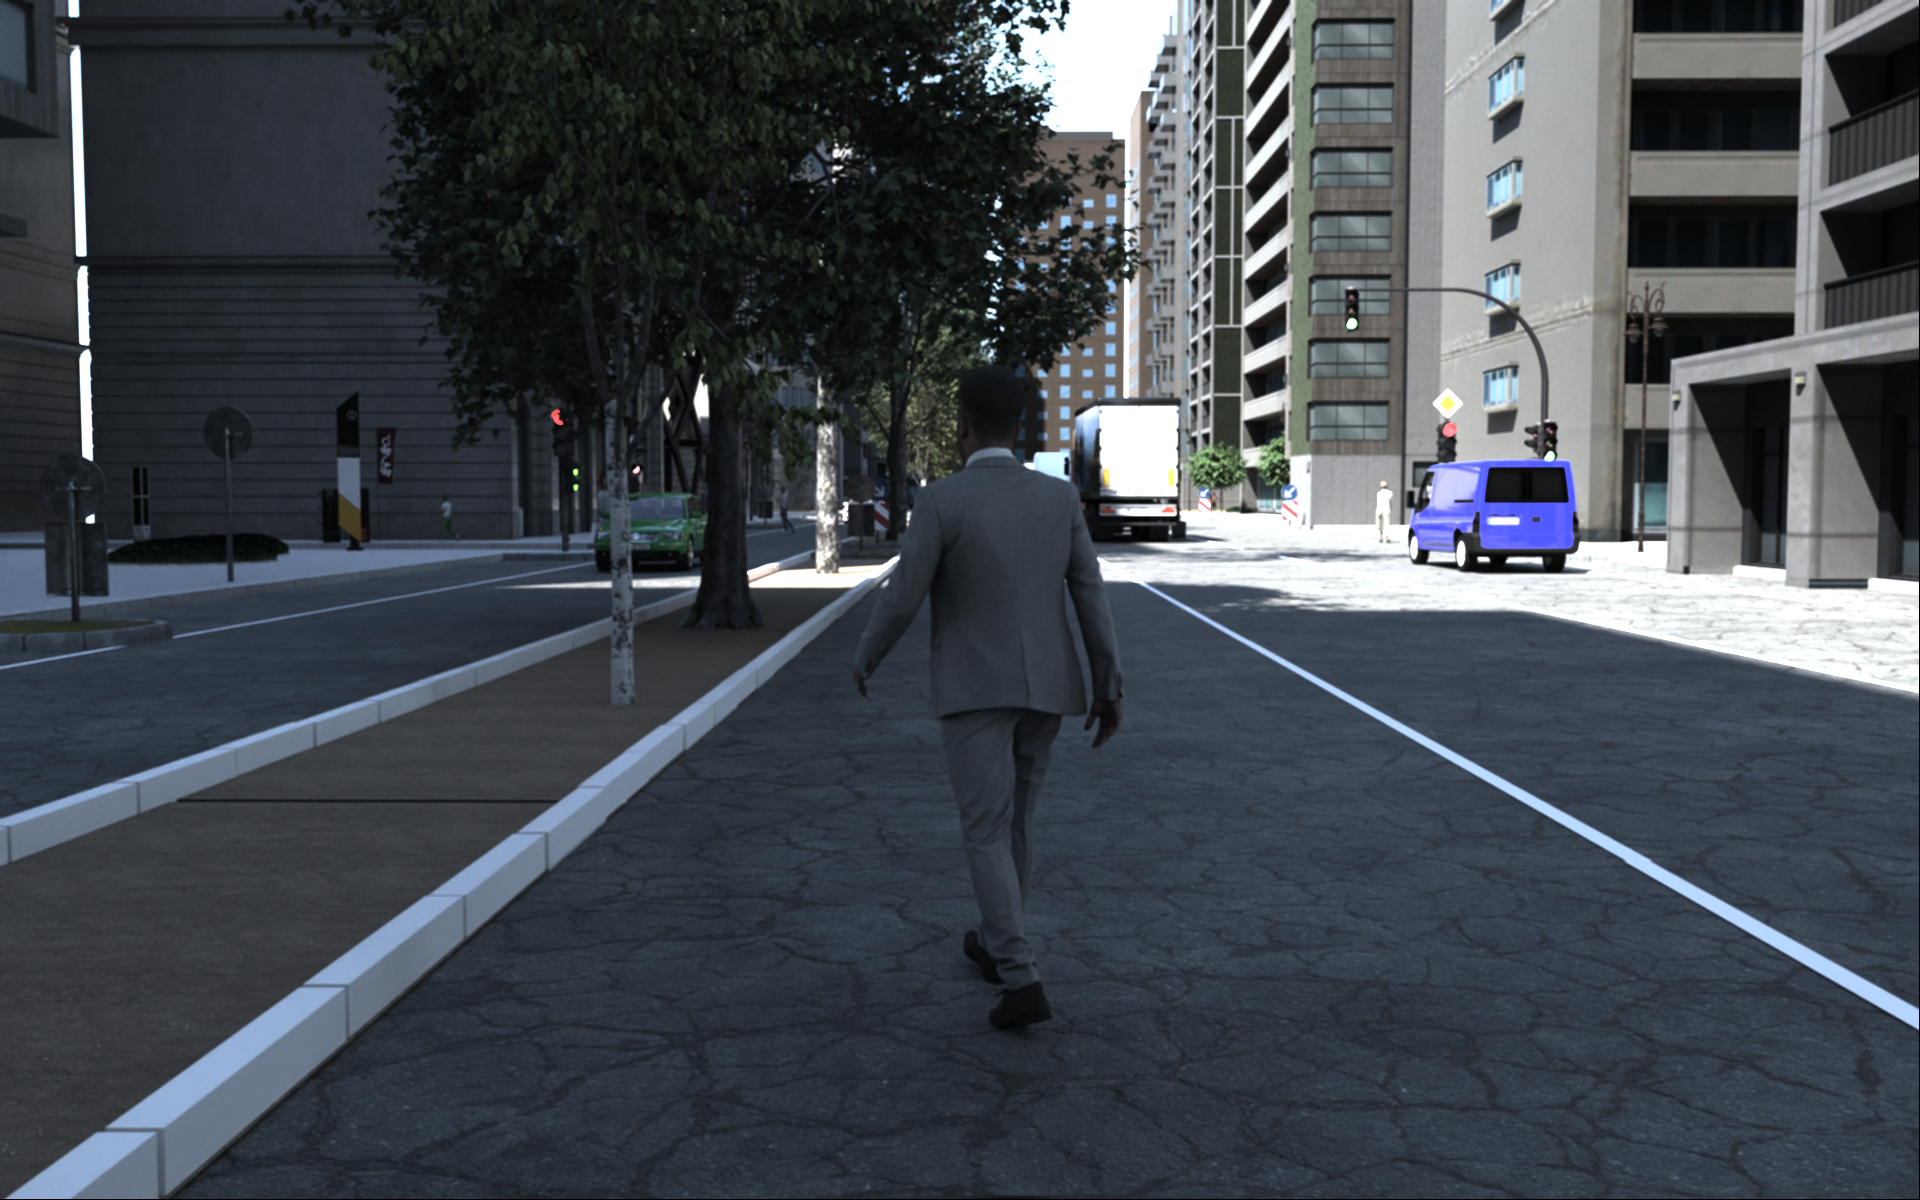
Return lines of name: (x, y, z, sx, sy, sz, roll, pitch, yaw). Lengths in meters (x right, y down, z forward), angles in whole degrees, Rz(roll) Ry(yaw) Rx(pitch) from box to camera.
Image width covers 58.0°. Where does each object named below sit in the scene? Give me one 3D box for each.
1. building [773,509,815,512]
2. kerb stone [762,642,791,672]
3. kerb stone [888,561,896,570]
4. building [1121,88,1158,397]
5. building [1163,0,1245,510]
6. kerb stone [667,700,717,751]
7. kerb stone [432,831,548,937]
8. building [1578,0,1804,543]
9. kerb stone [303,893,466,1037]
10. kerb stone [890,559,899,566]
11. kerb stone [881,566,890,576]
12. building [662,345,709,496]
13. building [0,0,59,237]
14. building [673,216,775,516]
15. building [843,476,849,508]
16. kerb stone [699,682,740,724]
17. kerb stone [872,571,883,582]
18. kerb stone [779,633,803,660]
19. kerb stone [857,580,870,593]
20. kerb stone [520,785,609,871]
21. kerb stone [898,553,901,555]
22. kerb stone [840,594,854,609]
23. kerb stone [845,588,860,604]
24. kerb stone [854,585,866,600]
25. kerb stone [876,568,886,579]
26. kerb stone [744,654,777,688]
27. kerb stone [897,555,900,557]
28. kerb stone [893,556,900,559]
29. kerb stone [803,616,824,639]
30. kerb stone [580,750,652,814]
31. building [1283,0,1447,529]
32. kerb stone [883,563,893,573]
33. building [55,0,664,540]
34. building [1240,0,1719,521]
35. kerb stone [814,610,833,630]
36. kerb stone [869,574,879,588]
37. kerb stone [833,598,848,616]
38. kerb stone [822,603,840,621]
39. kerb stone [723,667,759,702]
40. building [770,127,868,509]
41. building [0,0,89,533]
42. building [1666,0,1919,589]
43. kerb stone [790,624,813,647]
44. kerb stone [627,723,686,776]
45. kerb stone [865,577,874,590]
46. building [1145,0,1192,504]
building: (-20.858, -36.327, 135.953, 21.231, 58.520, 28.212, 0, 4, 1)
kerb stone: (-1.530, 0.486, 14.241, 0.120, 0.150, 1.000, 0, 4, 1)
kerb stone: (-1.308, -0.579, 31.680, 0.120, 0.150, 1.000, 0, 4, 1)
building: (25.827, -32.946, 188.773, 14.600, 45.320, 14.200, 0, 4, 1)
building: (27.980, -42.931, 140.180, 20.563, 71.187, 20.611, 0, 4, 1)
kerb stone: (-1.578, 0.737, 10.148, 0.120, 0.150, 1.000, 0, 4, 1)
kerb stone: (-1.637, 0.990, 6.056, 0.120, 0.150, 1.000, 0, 4, 1)
building: (27.111, -26.346, 54.460, 21.600, 48.544, 21.300, 0, 4, 1)
kerb stone: (-1.653, 1.050, 5.034, 0.120, 0.150, 1.000, 0, 4, 1)
kerb stone: (-1.294, -0.638, 32.715, 0.120, 0.150, 1.000, 0, 4, 1)
kerb stone: (-1.336, -0.450, 29.636, 0.120, 0.150, 1.000, 0, 4, 1)
building: (-20.226, -12.979, 79.664, 16.820, 18.784, 16.811, 0, 4, 1)
building: (-31.774, -26.444, 21.599, 27.495, 52.752, 28.713, 0, 4, 1)
building: (-16.986, -14.592, 103.213, 10.561, 19.102, 19.286, 0, 4, 1)
building: (-27.061, -28.793, 162.646, 32.217, 40.220, 23.993, 0, 4, 1)
kerb stone: (-1.564, 0.674, 11.171, 0.120, 0.150, 1.000, 0, 4, 1)
kerb stone: (-1.364, -0.327, 27.591, 0.120, 0.150, 1.000, 0, 4, 1)
kerb stone: (-1.515, 0.424, 15.268, 0.120, 0.150, 1.000, 0, 4, 1)
kerb stone: (-1.403, -0.142, 24.514, 0.120, 0.150, 1.000, 0, 4, 1)
kerb stone: (-1.615, 0.926, 7.080, 0.120, 0.150, 1.000, 0, 4, 1)
kerb stone: (-1.263, -0.831, 35.784, 0.120, 0.150, 1.000, 0, 4, 1)
kerb stone: (-1.441, 0.058, 21.435, 0.120, 0.150, 1.000, 0, 4, 1)
kerb stone: (-1.428, -0.014, 22.457, 0.120, 0.150, 1.000, 0, 4, 1)
kerb stone: (-1.409, -0.072, 23.492, 0.120, 0.150, 1.000, 0, 4, 1)
kerb stone: (-1.350, -0.393, 28.614, 0.120, 0.150, 1.000, 0, 4, 1)
kerb stone: (-1.539, 0.549, 13.220, 0.120, 0.150, 1.000, 0, 4, 1)
kerb stone: (-1.270, -0.769, 34.762, 0.120, 0.150, 1.000, 0, 4, 1)
kerb stone: (-1.282, -0.706, 33.737, 0.120, 0.150, 1.000, 0, 4, 1)
kerb stone: (-1.494, 0.298, 17.318, 0.120, 0.150, 1.000, 0, 4, 1)
kerb stone: (-1.611, 0.862, 8.103, 0.120, 0.150, 1.000, 0, 4, 1)
building: (21.272, -18.602, 75.851, 14.160, 30.474, 14.107, 0, 4, 1)
kerb stone: (-1.320, -0.518, 30.658, 0.120, 0.150, 1.000, 0, 4, 1)
building: (-18.163, -13.293, 59.145, 13.314, 21.916, 24.055, 0, 4, 1)
building: (28.790, -29.193, 101.012, 21.300, 48.544, 21.600, 0, 4, 1)
kerb stone: (-1.481, 0.239, 18.344, 0.120, 0.150, 1.000, 0, 4, 1)
kerb stone: (-1.367, -0.267, 26.567, 0.120, 0.150, 1.000, 0, 4, 1)
kerb stone: (-1.449, 0.109, 20.406, 0.120, 0.150, 1.000, 0, 4, 1)
kerb stone: (-1.477, 0.173, 19.374, 0.120, 0.150, 1.000, 0, 4, 1)
kerb stone: (-1.558, 0.611, 12.198, 0.120, 0.150, 1.000, 0, 4, 1)
building: (-24.222, -39.368, 185.667, 28.212, 58.520, 21.231, 0, 4, 1)
building: (-46.168, -13.585, 55.393, 30.059, 22.955, 16.112, 0, 4, 1)
building: (22.979, -35.525, 19.088, 20.563, 71.187, 20.611, 0, 4, 1)
kerb stone: (-1.515, 0.361, 16.291, 0.120, 0.150, 1.000, 0, 4, 1)
kerb stone: (-1.606, 0.800, 9.125, 0.120, 0.150, 1.000, 0, 4, 1)
kerb stone: (-1.390, -0.202, 25.543, 0.120, 0.150, 1.000, 0, 4, 1)
building: (29.710, -33.438, 166.322, 23.786, 49.044, 30.456, 0, 4, 1)
